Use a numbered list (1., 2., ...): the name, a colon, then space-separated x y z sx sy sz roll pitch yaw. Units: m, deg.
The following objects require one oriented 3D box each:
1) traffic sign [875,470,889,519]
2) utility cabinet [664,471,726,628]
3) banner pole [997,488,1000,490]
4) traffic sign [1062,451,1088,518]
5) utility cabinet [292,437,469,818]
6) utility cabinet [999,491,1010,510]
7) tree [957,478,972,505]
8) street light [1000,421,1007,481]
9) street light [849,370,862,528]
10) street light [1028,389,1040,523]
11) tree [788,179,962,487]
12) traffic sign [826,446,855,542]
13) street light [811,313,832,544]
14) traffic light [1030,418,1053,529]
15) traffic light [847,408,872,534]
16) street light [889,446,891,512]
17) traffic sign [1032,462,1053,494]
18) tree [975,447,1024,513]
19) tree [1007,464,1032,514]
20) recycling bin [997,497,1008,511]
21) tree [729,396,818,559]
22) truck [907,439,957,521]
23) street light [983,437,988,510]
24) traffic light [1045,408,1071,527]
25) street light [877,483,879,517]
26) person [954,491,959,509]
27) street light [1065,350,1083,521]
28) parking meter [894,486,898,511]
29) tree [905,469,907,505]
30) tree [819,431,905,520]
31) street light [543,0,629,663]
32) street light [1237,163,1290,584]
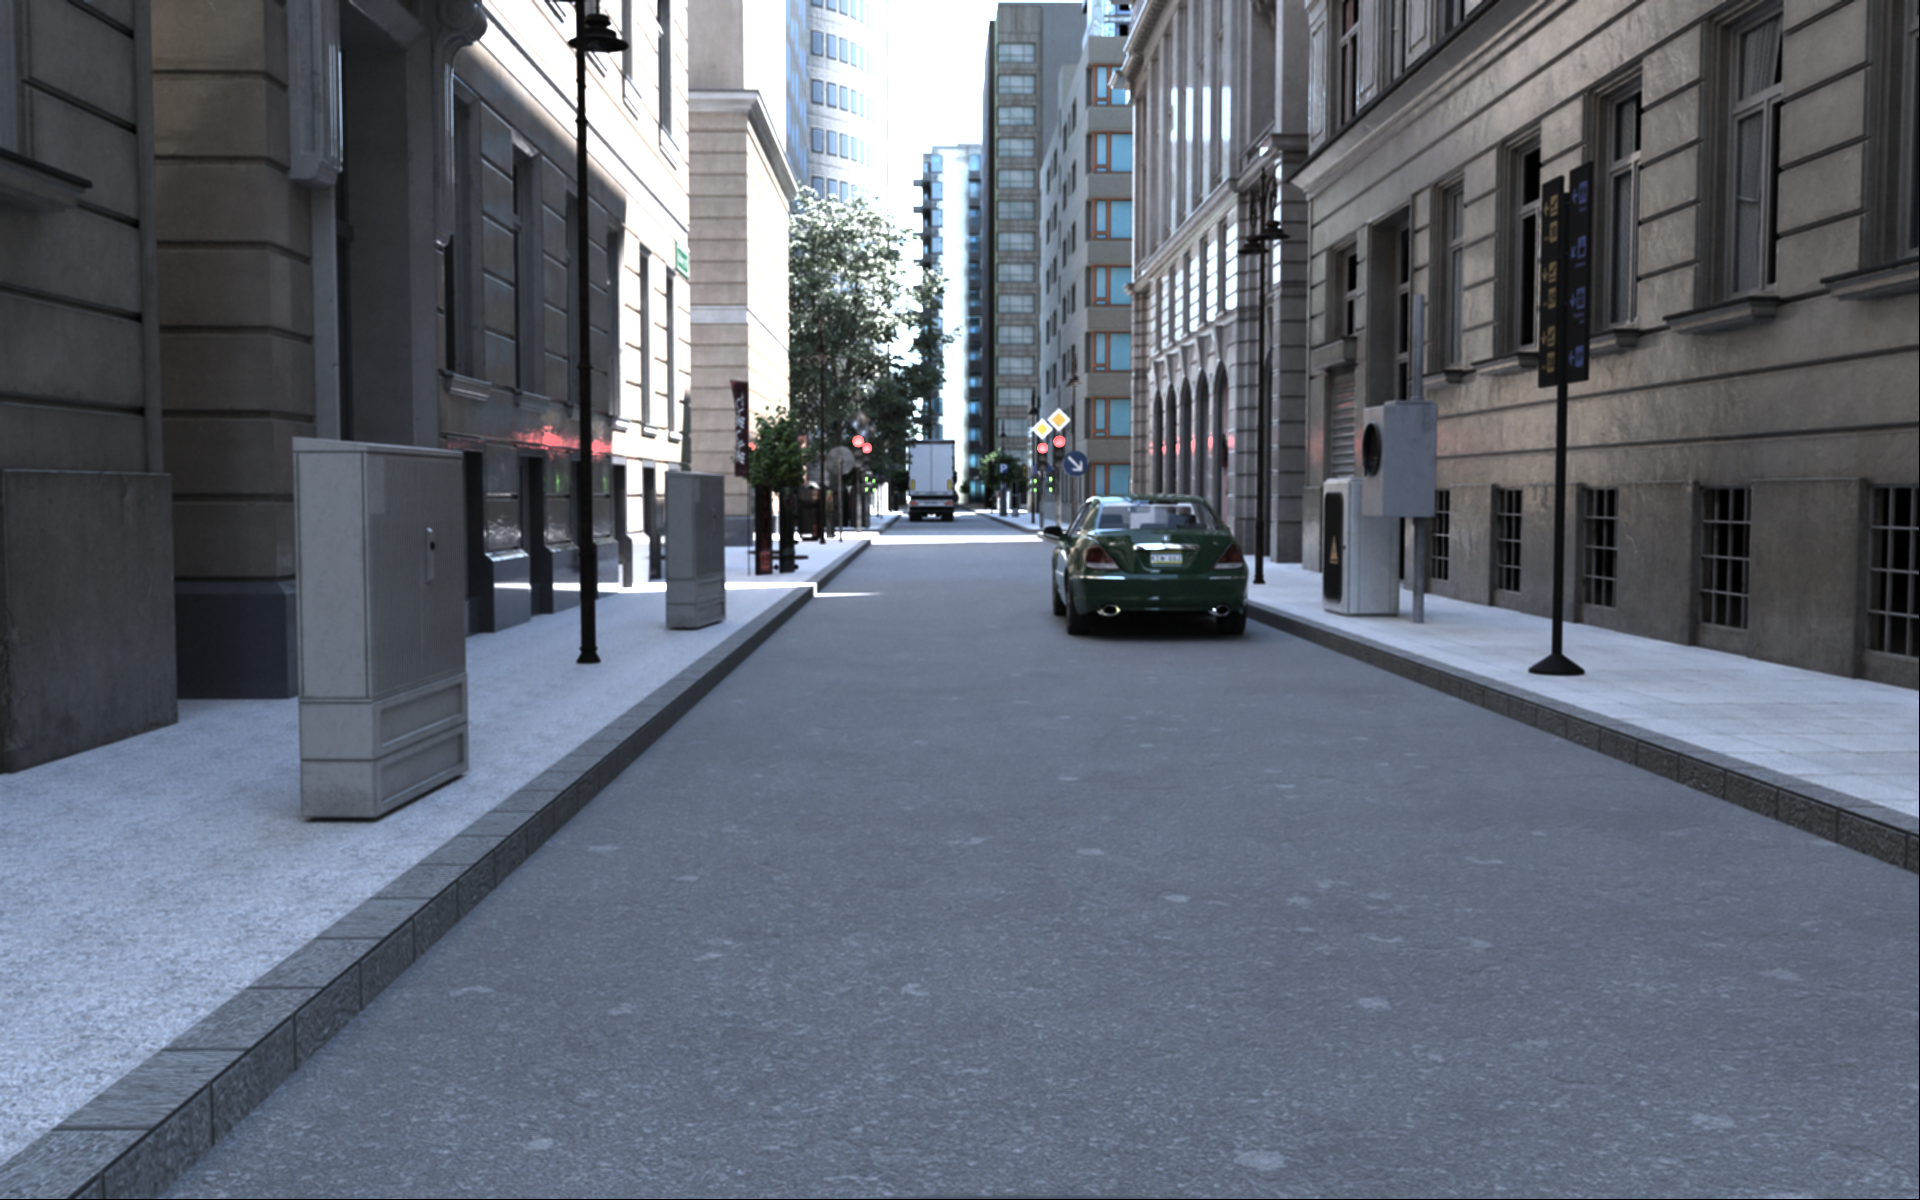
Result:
1. traffic sign: -4.067 -5.478 89.678 0.768 2.556 0.104 0 4 7
2. utility cabinet: -2.557 -0.500 16.859 0.318 1.500 1.173 0 4 6
3. banner pole: 3.204 -8.859 134.865 0.863 3.779 0.401 2 4 30
4. traffic sign: 3.411 -3.127 51.236 0.768 2.556 0.104 0 4 5
5. utility cabinet: -2.396 0.085 7.289 0.318 1.500 1.173 0 4 2
6. utility cabinet: 3.495 -7.995 139.393 0.318 1.500 1.173 3 5 42
7. tree: 0.602 -12.990 206.982 1.663 3.219 1.824 0 3 0
8. street light: 2.654 -8.214 107.078 0.468 5.910 1.993 0 4 -1
9. street light: -3.865 -5.608 64.471 0.468 5.910 1.993 0 4 -1
10. street light: 3.219 -6.316 76.059 0.468 5.910 1.993 0 4 -1
11. tree: -5.029 -10.052 70.999 9.857 13.997 8.962 0 3 0
12. traffic sign: -3.174 -2.809 46.038 0.768 2.556 0.104 0 3 0
13. street light: -3.540 -4.383 44.445 0.468 5.910 1.993 0 4 -1
14. traffic light: 3.031 -4.615 64.380 0.839 4.253 0.868 0 4 -1
15. traffic light: -3.270 -4.118 56.252 0.839 4.253 0.868 0 4 -1
16. street light: -5.102 -9.418 126.772 0.468 5.910 1.993 0 4 -1
17. traffic sign: 3.135 -4.014 65.727 0.768 2.556 0.104 0 4 7
18. tree: 2.750 -8.319 119.724 4.285 4.588 4.351 0 3 0
19. tree: 3.745 -7.185 112.073 1.663 3.219 1.824 0 3 0
20. recycling bin: 3.154 -7.108 128.767 0.722 1.027 0.722 0 4 -6
21. tree: -3.518 -2.440 34.499 1.663 3.219 1.824 0 3 0
22. truck: -1.530 -6.438 94.179 2.839 4.237 11.283 0 4 -1
23. street light: 2.030 -10.165 138.978 0.468 5.910 1.993 0 4 -1
24. traffic light: 3.190 -4.127 56.397 0.839 4.253 0.868 0 4 -1
25. street light: -4.542 -7.521 95.752 0.468 5.910 1.993 0 4 -1
26. person: -0.347 -9.512 164.547 0.617 1.759 0.750 -1 4 -16
27. street light: 3.676 -5.083 55.892 0.468 5.910 1.993 0 4 -1
28. parking meter: -4.779 -7.561 129.328 0.255 1.863 0.399 1 4 16
29. tree: -5.524 -7.252 102.282 4.285 4.588 4.351 0 3 0
30. tree: -5.325 -6.170 84.596 4.285 4.588 4.351 0 3 0
31. street light: -2.830 -2.461 13.024 0.468 5.910 1.993 0 4 -1
32. street light: 4.288 -3.173 24.660 0.468 5.910 1.993 0 4 -1
